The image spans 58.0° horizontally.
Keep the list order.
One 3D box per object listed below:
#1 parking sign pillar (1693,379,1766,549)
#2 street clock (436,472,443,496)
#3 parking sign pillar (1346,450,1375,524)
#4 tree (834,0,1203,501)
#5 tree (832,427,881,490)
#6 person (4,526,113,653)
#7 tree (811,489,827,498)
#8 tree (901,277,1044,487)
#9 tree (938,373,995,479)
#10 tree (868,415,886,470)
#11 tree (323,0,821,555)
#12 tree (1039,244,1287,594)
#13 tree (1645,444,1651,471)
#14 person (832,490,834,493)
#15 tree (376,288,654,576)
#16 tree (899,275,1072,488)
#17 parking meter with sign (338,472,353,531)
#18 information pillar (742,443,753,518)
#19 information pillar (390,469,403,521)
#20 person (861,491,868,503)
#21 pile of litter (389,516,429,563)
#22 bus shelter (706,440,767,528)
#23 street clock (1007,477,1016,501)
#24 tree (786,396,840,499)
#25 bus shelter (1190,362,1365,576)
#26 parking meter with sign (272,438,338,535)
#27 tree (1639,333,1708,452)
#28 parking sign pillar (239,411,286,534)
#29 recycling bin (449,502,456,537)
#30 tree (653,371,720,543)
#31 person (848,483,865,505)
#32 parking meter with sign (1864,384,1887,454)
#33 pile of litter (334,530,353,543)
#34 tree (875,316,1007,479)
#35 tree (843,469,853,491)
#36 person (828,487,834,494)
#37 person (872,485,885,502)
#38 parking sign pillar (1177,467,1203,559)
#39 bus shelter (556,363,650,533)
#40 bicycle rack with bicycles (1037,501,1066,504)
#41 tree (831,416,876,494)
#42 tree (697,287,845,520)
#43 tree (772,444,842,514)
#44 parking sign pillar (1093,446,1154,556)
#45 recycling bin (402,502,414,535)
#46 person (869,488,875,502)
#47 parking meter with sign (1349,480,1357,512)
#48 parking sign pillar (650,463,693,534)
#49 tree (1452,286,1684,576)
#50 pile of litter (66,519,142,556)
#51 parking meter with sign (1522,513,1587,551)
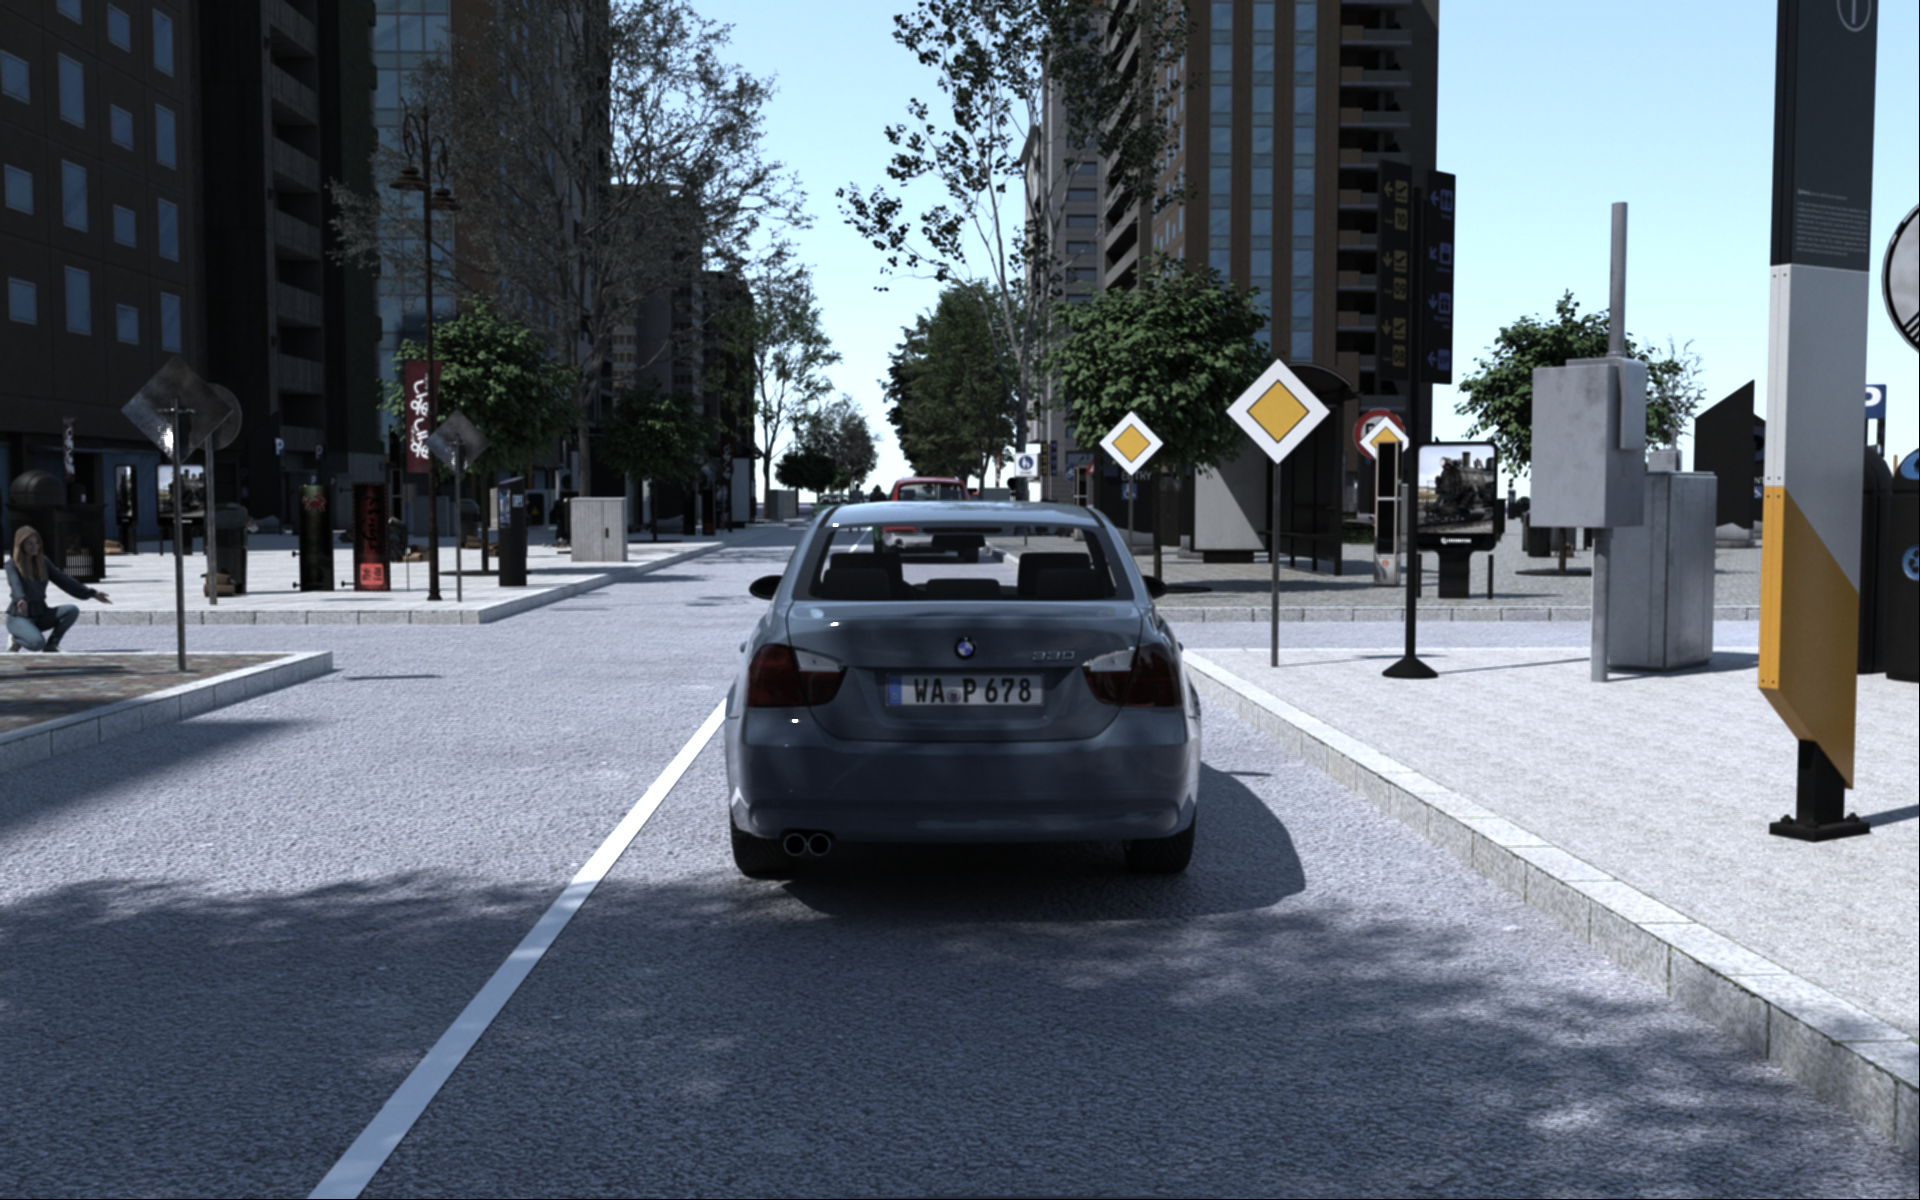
[{"bbox_3d":[18.224,-3.231,41.295,1.447,3.967,1.447,3,4,39],"label":"parking sign pillar"},{"bbox_3d":[-16.797,-3.121,55.591,0.471,2.002,0.358,3,4,36],"label":"street clock"},{"bbox_3d":[17.199,-5.220,73.819,1.447,3.967,1.447,1,4,8],"label":"parking sign pillar"},{"bbox_3d":[2.111,-12.357,57.924,12.611,20.169,13.585,0,3,0],"label":"tree"},{"bbox_3d":[-14.666,-18.417,235.527,8.767,10.594,7.601,1,4,9],"label":"tree"},{"bbox_3d":[-8.063,-0.083,15.364,0.738,1.151,1.012,2,4,31],"label":"person"},{"bbox_3d":[-11.411,-8.993,141.633,1.663,3.219,1.824,0,3,0],"label":"tree"},{"bbox_3d":[0.656,-10.574,91.008,7.486,12.596,7.792,0,3,0],"label":"tree"},{"bbox_3d":[0.233,-9.091,98.994,4.737,8.622,4.395,0,3,0],"label":"tree"},{"bbox_3d":[-13.869,-17.927,203.473,12.009,13.543,11.850,0,3,0],"label":"tree"},{"bbox_3d":[-8.024,-7.727,36.710,12.009,13.543,11.850,0,3,0],"label":"tree"},{"bbox_3d":[2.697,-2.398,22.925,4.285,4.588,4.351,0,3,0],"label":"tree"},{"bbox_3d":[21.840,-3.740,55.747,1.663,3.219,1.824,0,3,0],"label":"tree"},{"bbox_3d":[-7.507,-5.680,102.298,0.756,1.711,0.436,3,4,37],"label":"person"},{"bbox_3d":[-7.712,-2.689,27.686,4.285,4.588,4.351,0,3,0],"label":"tree"},{"bbox_3d":[1.187,-9.498,81.052,9.928,11.665,9.643,0,3,0],"label":"tree"},{"bbox_3d":[-21.821,-3.971,61.187,0.543,3.016,1.738,3,4,38],"label":"parking meter with sign"},{"bbox_3d":[-9.802,-5.429,80.118,0.504,3.616,0.183,0,4,1],"label":"information pillar"},{"bbox_3d":[-16.315,-2.793,50.161,0.304,2.012,0.304,-1,4,-23],"label":"information pillar"},{"bbox_3d":[-8.798,-9.084,157.738,0.721,1.743,1.217,3,4,37],"label":"person"},{"bbox_3d":[-10.524,-1.172,33.129,1.176,0.858,1.719,1,4,14],"label":"pile of litter"},{"bbox_3d":[-8.673,-4.482,67.209,2.014,3.302,5.546,0,4,-2],"label":"bus shelter"},{"bbox_3d":[2.297,-4.327,75.311,0.471,2.002,0.358,2,4,29],"label":"street clock"},{"bbox_3d":[-10.721,-10.885,128.330,4.360,8.622,3.978,0,3,0],"label":"tree"},{"bbox_3d":[5.123,-2.172,29.436,2.014,3.302,5.546,0,4,-2],"label":"bus shelter"},{"bbox_3d":[-20.357,-3.516,53.745,1.738,3.016,0.543,1,4,10],"label":"parking meter with sign"},{"bbox_3d":[31.959,-7.848,78.675,4.360,8.622,3.978,0,3,0],"label":"tree"},{"bbox_3d":[-22.638,-4.133,56.041,1.447,3.967,1.447,2,4,26],"label":"parking sign pillar"},{"bbox_3d":[-15.353,-2.456,52.707,0.722,1.027,0.722,2,4,30],"label":"recycling bin"},{"bbox_3d":[-8.093,-3.814,46.077,4.285,4.588,4.351,0,3,0],"label":"tree"},{"bbox_3d":[-3.905,-3.476,65.185,0.661,1.843,0.795,1,4,13],"label":"person"},{"bbox_3d":[14.000,-1.876,26.930,0.543,3.016,1.738,2,4,31],"label":"parking meter with sign"},{"bbox_3d":[-16.061,-1.975,46.249,1.176,0.858,1.719,2,4,30],"label":"pile of litter"},{"bbox_3d":[-0.876,-12.699,114.287,9.857,13.997,8.962,0,3,0],"label":"tree"},{"bbox_3d":[-10.100,-8.435,121.618,4.285,4.588,4.351,0,3,0],"label":"tree"},{"bbox_3d":[-6.634,-4.933,89.378,0.641,1.798,0.478,-1,4,-20],"label":"person"},{"bbox_3d":[-3.143,-3.588,67.351,0.537,1.800,0.526,0,4,1],"label":"person"},{"bbox_3d":[5.071,-2.815,34.504,1.447,3.967,1.447,0,4,3],"label":"parking sign pillar"},{"bbox_3d":[-11.483,-4.786,55.886,2.179,5.291,8.768,0,4,-2],"label":"bus shelter"},{"bbox_3d":[3.493,-4.394,85.216,2.925,0.926,2.852,-1,4,-17],"label":"bicycle rack with bicycles"},{"bbox_3d":[-15.502,-20.316,250.287,7.486,12.596,7.792,0,3,0],"label":"tree"},{"bbox_3d":[-9.518,-9.779,85.644,9.928,11.665,9.643,0,3,0],"label":"tree"},{"bbox_3d":[-10.674,-7.976,114.126,4.285,4.588,4.351,0,3,0],"label":"tree"},{"bbox_3d":[3.495,-2.940,36.543,1.447,3.967,1.447,-1,4,-17],"label":"parking sign pillar"},{"bbox_3d":[-17.649,-2.609,55.214,0.722,1.027,0.722,0,4,3],"label":"recycling bin"},{"bbox_3d":[-5.899,-6.805,119.623,0.709,1.838,0.599,1,4,13],"label":"person"},{"bbox_3d":[20.340,-5.633,88.353,0.543,3.016,1.738,2,4,33],"label":"parking meter with sign"},{"bbox_3d":[-9.436,-4.173,56.703,1.447,3.967,1.447,-2,4,-27],"label":"parking sign pillar"},{"bbox_3d":[9.608,-2.688,27.660,4.285,4.588,4.351,0,3,0],"label":"tree"},{"bbox_3d":[-18.034,-1.360,36.197,1.719,0.858,1.176,-1,4,-17],"label":"pile of litter"},{"bbox_3d":[13.463,-2.610,38.938,1.738,3.016,0.543,-2,4,-25],"label":"parking meter with sign"}]
